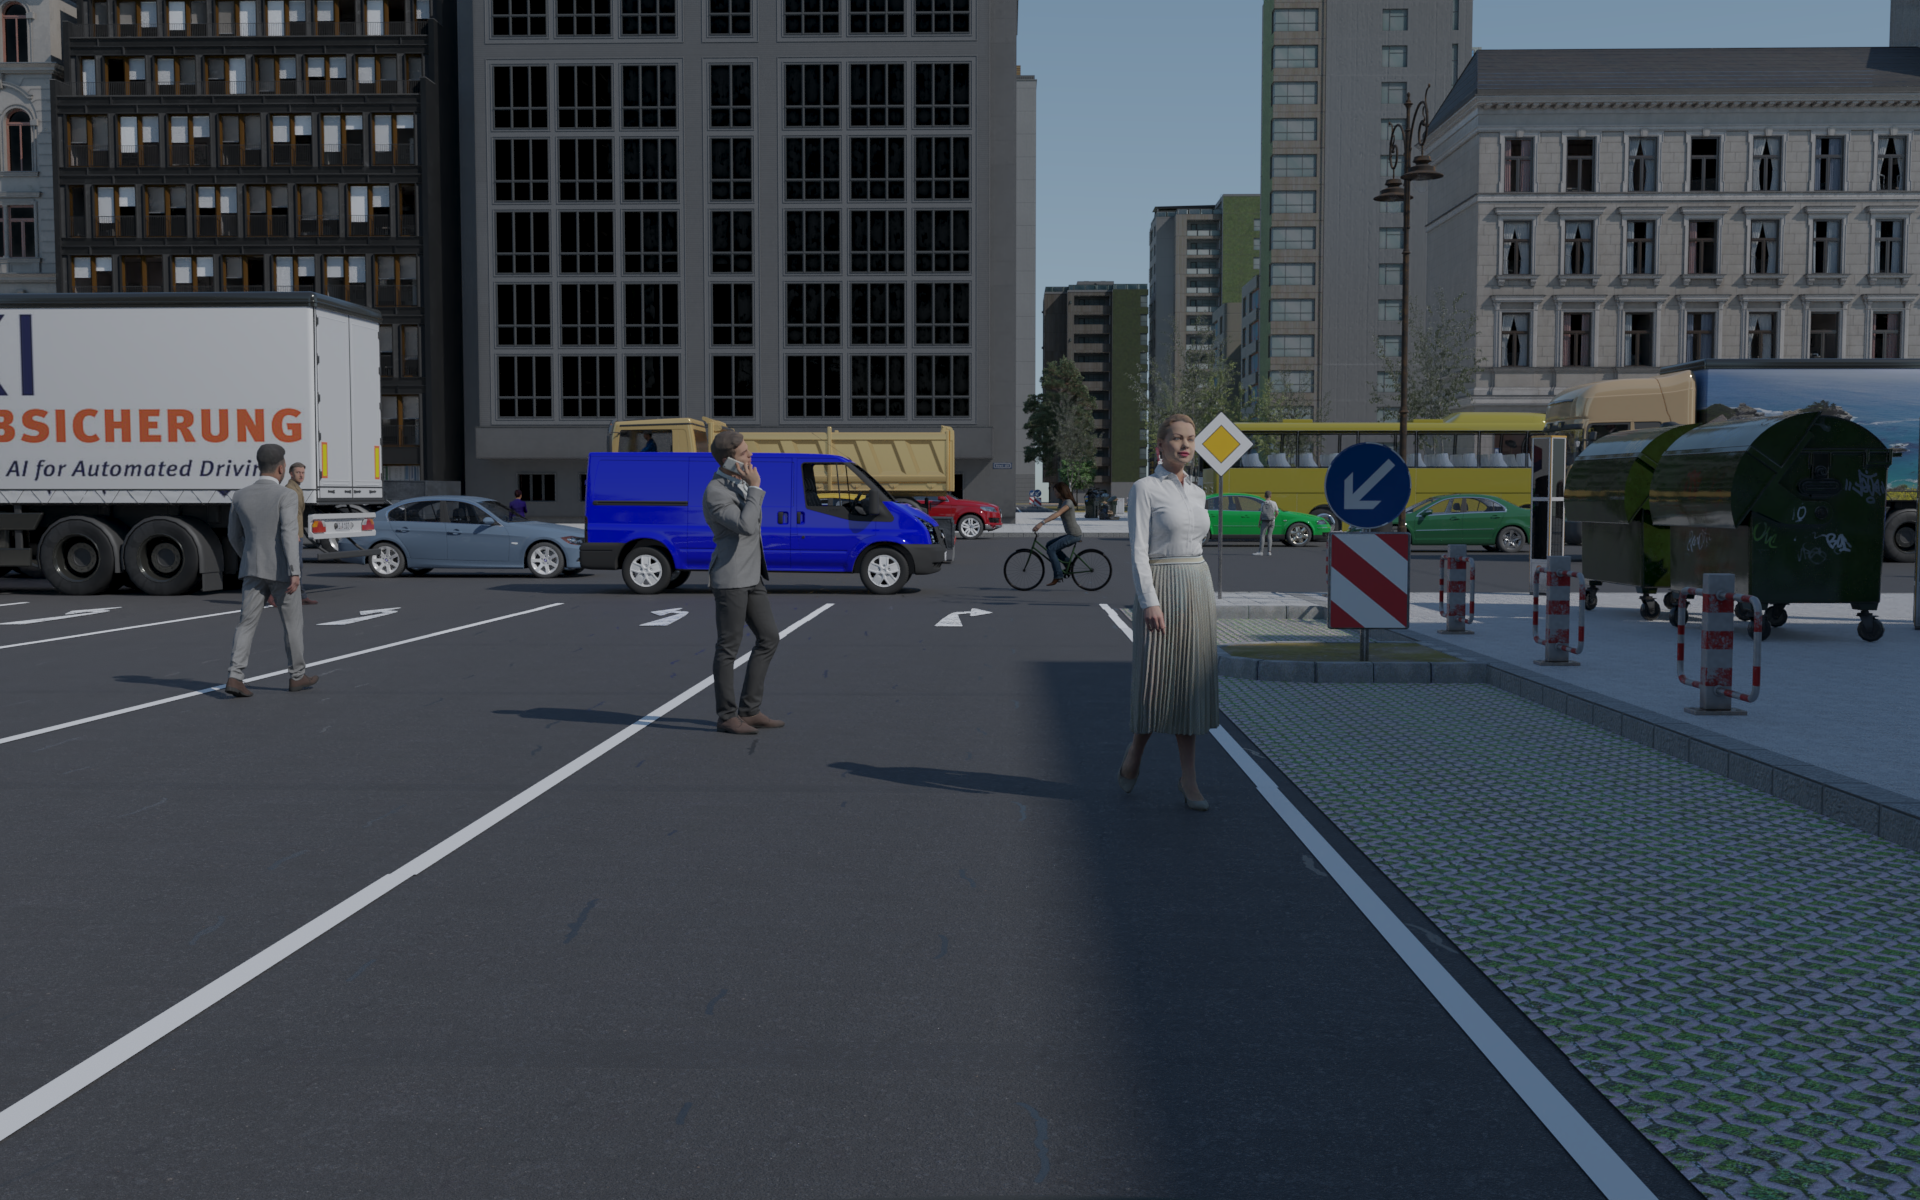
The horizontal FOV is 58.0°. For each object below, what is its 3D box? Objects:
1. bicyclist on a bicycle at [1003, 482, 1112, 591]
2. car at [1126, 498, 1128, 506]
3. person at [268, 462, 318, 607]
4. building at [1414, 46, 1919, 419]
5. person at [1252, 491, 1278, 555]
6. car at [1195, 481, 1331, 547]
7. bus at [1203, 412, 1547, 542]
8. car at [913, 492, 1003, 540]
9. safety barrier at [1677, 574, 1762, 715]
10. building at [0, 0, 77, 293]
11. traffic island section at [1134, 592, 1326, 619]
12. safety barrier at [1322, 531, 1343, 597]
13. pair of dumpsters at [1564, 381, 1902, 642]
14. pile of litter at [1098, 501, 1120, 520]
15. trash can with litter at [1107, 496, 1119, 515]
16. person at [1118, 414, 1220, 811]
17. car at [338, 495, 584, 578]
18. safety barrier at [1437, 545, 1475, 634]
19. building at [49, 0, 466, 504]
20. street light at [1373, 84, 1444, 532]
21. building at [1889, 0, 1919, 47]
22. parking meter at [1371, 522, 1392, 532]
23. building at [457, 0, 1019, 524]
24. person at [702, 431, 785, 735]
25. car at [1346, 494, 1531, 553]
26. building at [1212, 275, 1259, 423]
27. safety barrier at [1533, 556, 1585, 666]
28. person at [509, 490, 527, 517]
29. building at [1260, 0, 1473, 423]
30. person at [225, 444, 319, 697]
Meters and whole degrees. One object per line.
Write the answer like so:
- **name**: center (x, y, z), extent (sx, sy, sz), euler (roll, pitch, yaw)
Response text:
- **bicyclist on a bicycle**: center (1.439, -0.947, 25.506), extent (1.625, 1.676, 1.499), euler (0, 4, 2)
- **car**: center (20.432, -11.610, 202.188), extent (2.083, 1.381, 4.827), euler (0, 4, 3)
- **person**: center (-8.548, -0.839, 22.123), extent (0.656, 1.842, 0.836), euler (3, 4, 36)
- **building**: center (22.993, -13.806, 76.636), extent (40.483, 20.767, 10.553), euler (0, 4, 1)
- **person**: center (7.145, -1.794, 40.424), extent (0.523, 1.515, 0.503), euler (3, 5, 44)
- **car**: center (7.801, -2.374, 47.605), extent (4.718, 1.807, 1.959), euler (0, 4, 2)
- **bus**: center (13.662, -3.740, 52.692), extent (12.252, 3.916, 2.896), euler (0, 3, 0)
- **car**: center (-1.280, -2.858, 55.409), extent (5.304, 1.827, 2.281), euler (0, 4, 2)
- **safety barrier**: center (4.413, 0.256, 10.094), extent (0.300, 0.817, 1.120), euler (0, 4, 1)
- **building**: center (-49.864, -17.961, 81.046), extent (23.554, 28.519, 14.401), euler (0, 4, 1)
- **traffic island section**: center (3.196, 0.067, 21.185), extent (2.009, 0.180, 2.903), euler (0, 4, 1)
- **safety barrier**: center (4.705, -0.453, 21.690), extent (0.300, 0.817, 1.120), euler (0, 4, 1)
- **pair of dumpsters**: center (7.419, -0.888, 17.012), extent (1.574, 2.255, 4.437), euler (0, 4, 1)
- **pile of litter**: center (7.444, -4.429, 86.377), extent (1.176, 0.858, 1.719), euler (1, 4, 21)
- **trash can with litter**: center (9.186, -5.774, 105.798), extent (1.055, 1.170, 0.624), euler (-3, 5, -42)
- **person**: center (0.943, 0.042, 8.040), extent (0.478, 1.798, 0.641), euler (-1, 4, -21)
- **car**: center (-8.489, -1.117, 30.268), extent (4.499, 1.417, 2.014), euler (0, 4, 3)
- **safety barrier**: center (4.555, -0.099, 15.893), extent (0.300, 0.817, 1.120), euler (0, 4, 1)
- **building**: center (-29.911, -15.224, 78.588), extent (15.834, 23.373, 12.332), euler (0, 4, 1)
- **street light**: center (5.160, -2.894, 20.103), extent (0.468, 5.910, 1.993), euler (0, 4, 1)
- **building**: center (53.540, -15.775, 75.939), extent (19.932, 24.808, 12.078), euler (0, 4, 1)
- **parking meter**: center (5.274, -0.825, 21.900), extent (0.372, 1.533, 0.369), euler (0, 3, 0)
- **building**: center (-9.347, -17.476, 79.243), extent (24.014, 27.812, 14.314), euler (0, 4, 1)
- **person**: center (-1.301, -0.105, 10.406), extent (0.473, 1.802, 0.592), euler (2, 4, 24)
- **car**: center (12.121, -1.916, 43.132), extent (4.920, 1.459, 2.131), euler (0, 4, 2)
- **building**: center (37.517, -18.698, 150.746), extent (27.650, 21.520, 28.899), euler (0, 4, 1)
- **safety barrier**: center (4.483, 0.079, 12.987), extent (0.300, 0.817, 1.120), euler (0, 4, 1)
- **person**: center (-10.524, -1.857, 41.225), extent (0.453, 1.535, 0.546), euler (-2, 4, -29)
- **building**: center (29.203, -27.236, 128.899), extent (14.154, 41.232, 14.086), euler (0, 4, 1)
- **person**: center (-4.959, -0.221, 12.394), extent (0.678, 1.792, 0.850), euler (1, 4, 13)
